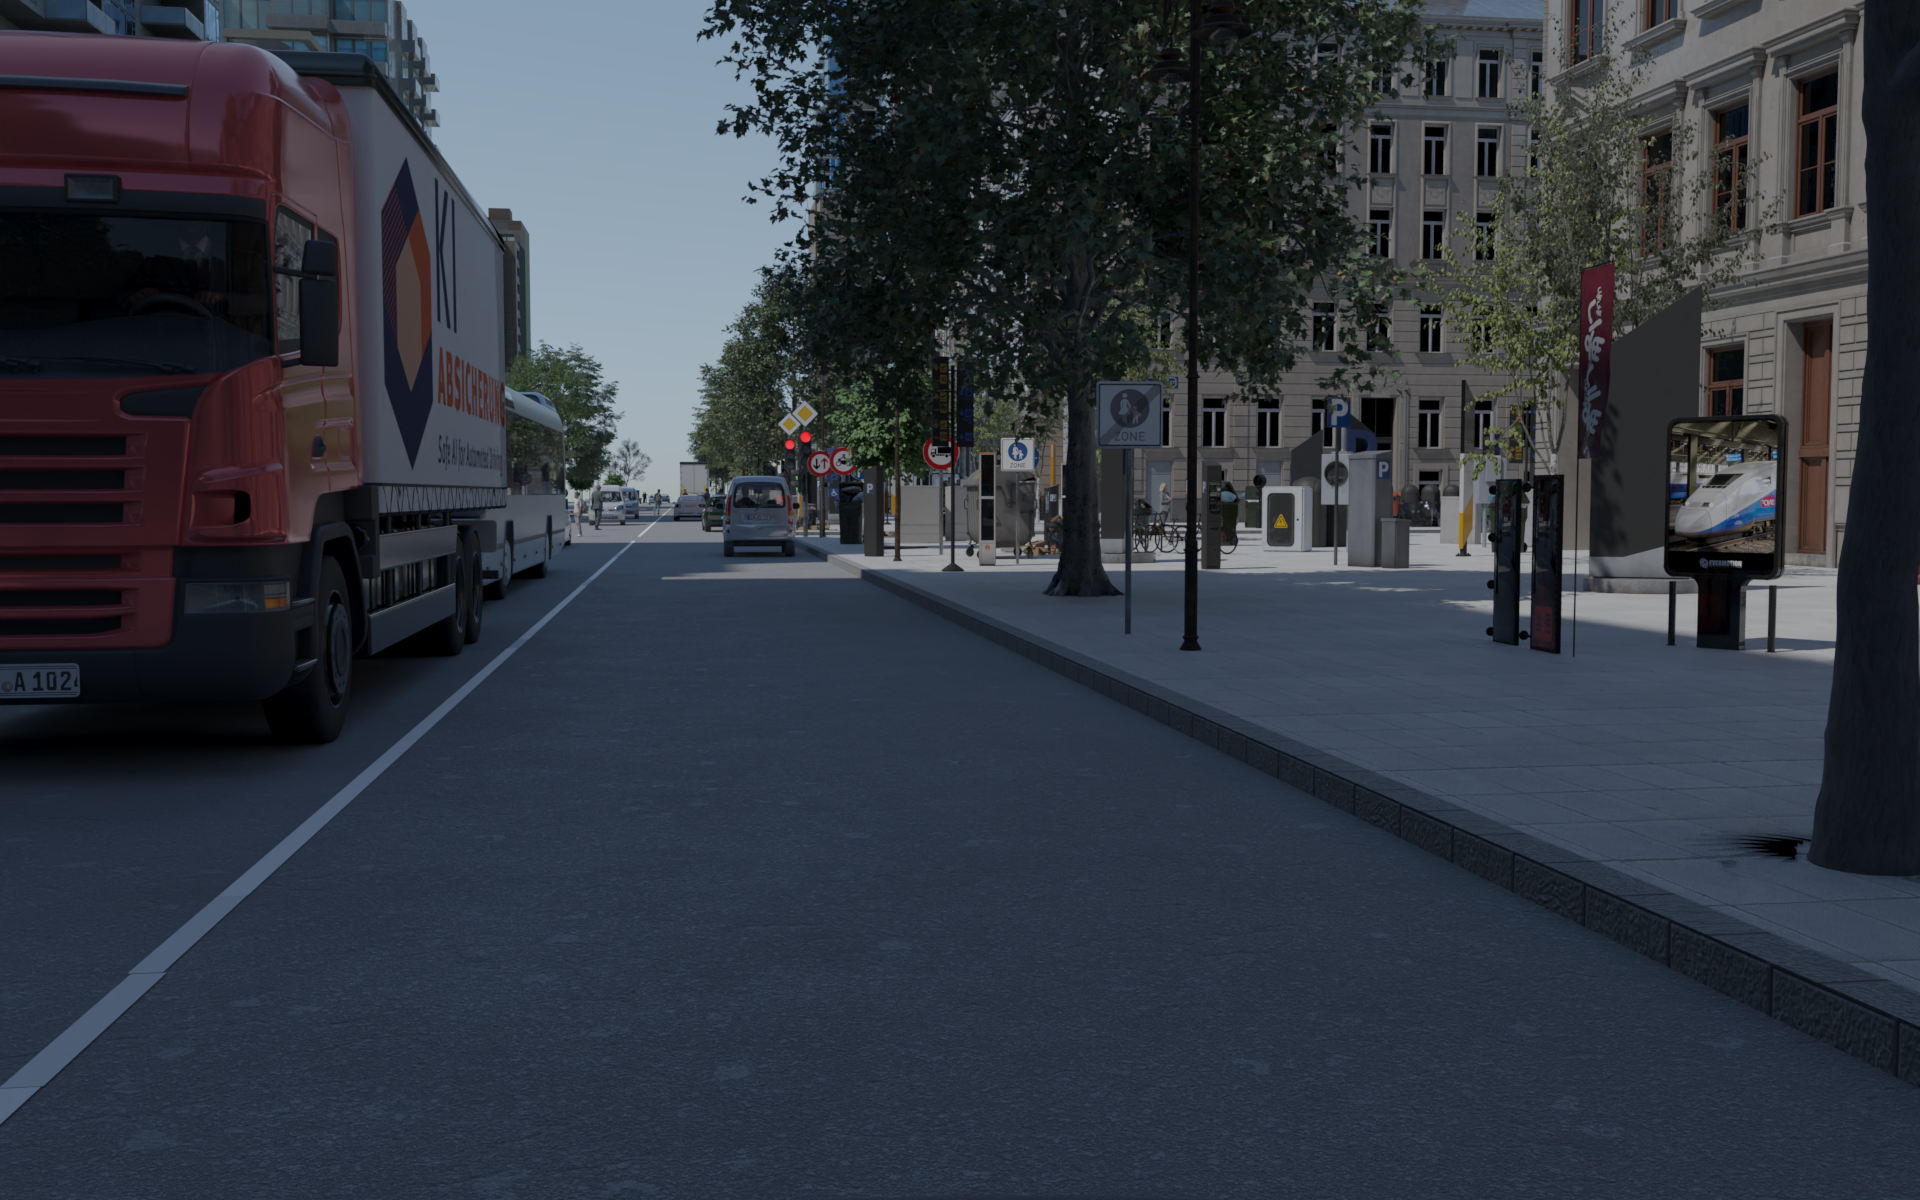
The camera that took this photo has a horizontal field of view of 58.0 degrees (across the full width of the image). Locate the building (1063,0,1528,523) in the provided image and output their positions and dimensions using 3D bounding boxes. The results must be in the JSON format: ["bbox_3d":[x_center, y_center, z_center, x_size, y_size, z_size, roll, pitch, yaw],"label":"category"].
[{"bbox_3d":[18.036,-17.490,83.229,25.104,27.353,12.463,-1,4,-9],"label":"building"}]

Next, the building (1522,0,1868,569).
[{"bbox_3d":[19.853,-11.904,30.781,11.583,22.565,21.152,-1,4,-9],"label":"building"}]

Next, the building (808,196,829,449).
[{"bbox_3d":[-14.933,-37.073,256.257,14.600,45.320,14.200,-1,4,-9],"label":"building"}]

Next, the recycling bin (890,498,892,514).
[{"bbox_3d":[-4.188,-6.155,113.190,0.722,1.027,0.722,0,4,2],"label":"recycling bin"}]

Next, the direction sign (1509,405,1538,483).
[{"bbox_3d":[14.342,-3.173,43.873,0.876,3.537,0.379,0,4,2],"label":"direction sign"}]

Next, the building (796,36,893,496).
[{"bbox_3d":[-14.923,-59.087,278.735,22.319,86.520,31.000,-1,4,-9],"label":"building"}]

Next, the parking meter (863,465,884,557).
[{"bbox_3d":[-1.771,-1.822,35.504,0.399,1.863,0.255,3,5,41],"label":"parking meter"}]

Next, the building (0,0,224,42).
[{"bbox_3d":[-47.525,-46.953,80.361,22.319,86.520,31.000,-1,4,-9],"label":"building"}]

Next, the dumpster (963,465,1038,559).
[{"bbox_3d":[0.816,-1.772,34.730,1.264,1.857,1.865,-1,4,-9],"label":"dumpster"}]

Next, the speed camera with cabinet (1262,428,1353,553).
[{"bbox_3d":[7.710,-2.679,38.140,2.038,3.252,0.660,2,4,32],"label":"speed camera with cabinet"}]

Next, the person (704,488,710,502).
[{"bbox_3d":[-15.256,-5.800,103.611,0.573,1.790,0.520,1,4,22],"label":"person"}]

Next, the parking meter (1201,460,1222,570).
[{"bbox_3d":[4.279,-1.454,29.484,0.255,1.863,0.399,-1,4,-9],"label":"parking meter"}]

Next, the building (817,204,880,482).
[{"bbox_3d":[-13.002,-34.177,242.395,14.154,41.232,14.086,-1,4,-9],"label":"building"}]

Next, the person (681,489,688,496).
[{"bbox_3d":[-22.447,-8.151,141.733,1.348,1.831,0.705,-3,5,-41],"label":"person"}]

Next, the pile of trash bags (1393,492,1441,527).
[{"bbox_3d":[17.386,-3.519,67.292,1.912,1.369,3.447,3,4,36],"label":"pile of trash bags"}]

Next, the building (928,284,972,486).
[{"bbox_3d":[5.823,-20.704,125.900,14.401,28.519,23.554,-1,4,-9],"label":"building"}]

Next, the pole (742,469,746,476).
[{"bbox_3d":[-13.538,-7.017,108.572,0.158,3.312,0.155,0,3,0],"label":"pole"}]

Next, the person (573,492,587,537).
[{"bbox_3d":[-12.837,-2.888,58.321,0.503,1.515,0.523,2,4,26],"label":"person"}]

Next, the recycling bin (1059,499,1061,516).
[{"bbox_3d":[5.060,-4.182,80.925,0.722,1.027,0.722,-1,4,-15],"label":"recycling bin"}]

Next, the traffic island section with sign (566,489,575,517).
[{"bbox_3d":[-24.603,-6.052,107.580,1.989,1.847,2.006,-1,4,-9],"label":"traffic island section with sign"}]

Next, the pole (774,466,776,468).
[{"bbox_3d":[-13.189,-7.953,123.872,0.158,3.312,0.155,0,3,0],"label":"pole"}]

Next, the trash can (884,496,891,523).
[{"bbox_3d":[-3.513,-3.794,73.679,0.748,1.137,0.748,0,3,0],"label":"trash can"}]

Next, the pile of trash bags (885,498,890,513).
[{"bbox_3d":[-6.469,-6.416,114.651,3.447,1.369,1.912,-1,4,-21],"label":"pile of trash bags"}]

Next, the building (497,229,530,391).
[{"bbox_3d":[-72.435,-35.264,260.152,14.154,41.232,14.086,-1,4,-9],"label":"building"}]

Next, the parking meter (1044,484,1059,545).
[{"bbox_3d":[2.286,-2.136,43.340,0.372,1.533,0.369,0,3,0],"label":"parking meter"}]

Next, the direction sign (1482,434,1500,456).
[{"bbox_3d":[19.924,-4.467,65.028,0.876,3.537,0.379,-2,4,-29],"label":"direction sign"}]

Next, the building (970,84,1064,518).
[{"bbox_3d":[8.355,-19.469,104.229,13.634,28.700,20.117,-1,4,-9],"label":"building"}]

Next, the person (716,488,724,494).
[{"bbox_3d":[-14.862,-6.002,106.890,0.793,1.790,0.793,3,4,36],"label":"person"}]

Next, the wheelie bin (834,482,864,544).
[{"bbox_3d":[-2.755,-2.237,44.482,0.980,1.594,0.693,0,4,2],"label":"wheelie bin"}]

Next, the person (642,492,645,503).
[{"bbox_3d":[-52.612,-17.115,288.321,1.348,1.826,0.705,3,5,43],"label":"person"}]

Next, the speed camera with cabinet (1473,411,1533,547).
[{"bbox_3d":[13.441,-2.901,41.774,2.038,3.252,0.660,0,4,-1],"label":"speed camera with cabinet"}]

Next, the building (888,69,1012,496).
[{"bbox_3d":[3.085,-43.977,157.282,20.563,71.187,20.611,-1,4,-9],"label":"building"}]

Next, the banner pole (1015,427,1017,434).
[{"bbox_3d":[2.101,-4.577,64.853,0.401,3.779,0.863,0,4,-7],"label":"banner pole"}]

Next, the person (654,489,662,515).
[{"bbox_3d":[-20.730,-6.726,118.812,0.623,1.781,0.721,0,4,4],"label":"person"}]

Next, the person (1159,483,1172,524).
[{"bbox_3d":[6.767,-2.941,56.774,0.537,1.800,0.526,-3,5,-44],"label":"person"}]

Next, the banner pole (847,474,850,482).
[{"bbox_3d":[-6.544,-6.838,101.819,0.401,3.779,0.863,1,4,9],"label":"banner pole"}]

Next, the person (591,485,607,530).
[{"bbox_3d":[-14.335,-3.683,68.895,0.661,1.801,0.590,2,4,35],"label":"person"}]

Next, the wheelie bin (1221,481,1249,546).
[{"bbox_3d":[6.506,-2.144,42.968,0.693,1.594,0.980,-2,4,-32],"label":"wheelie bin"}]

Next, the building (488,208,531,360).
[{"bbox_3d":[-75.495,-38.148,273.837,14.600,45.320,14.200,-1,4,-9],"label":"building"}]

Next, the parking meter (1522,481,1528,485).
[{"bbox_3d":[24.771,-4.306,76.118,0.255,1.863,0.399,0,4,0],"label":"parking meter"}]

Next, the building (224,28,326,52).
[{"bbox_3d":[-62.350,-27.356,139.151,32.217,40.220,23.993,-1,4,-9],"label":"building"}]

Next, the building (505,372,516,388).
[{"bbox_3d":[-76.400,-24.060,238.415,27.650,21.520,28.899,-1,4,-9],"label":"building"}]

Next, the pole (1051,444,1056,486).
[{"bbox_3d":[3.805,-4.702,70.728,0.158,3.312,0.155,0,3,0],"label":"pole"}]

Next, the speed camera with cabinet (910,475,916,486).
[{"bbox_3d":[-1.229,-4.164,62.418,0.660,3.252,2.038,-1,4,-20],"label":"speed camera with cabinet"}]

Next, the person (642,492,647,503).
[{"bbox_3d":[-51.148,-16.718,281.857,1.348,1.822,0.705,-3,4,-38],"label":"person"}]

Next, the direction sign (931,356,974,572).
[{"bbox_3d":[-0.119,-2.243,28.670,0.876,3.537,0.379,-3,5,-39],"label":"direction sign"}]

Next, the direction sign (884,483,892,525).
[{"bbox_3d":[-3.036,-4.911,72.285,0.876,3.537,0.379,2,4,28],"label":"direction sign"}]

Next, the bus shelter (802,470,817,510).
[{"bbox_3d":[-7.819,-6.249,93.460,1.731,3.624,6.357,-1,4,-9],"label":"bus shelter"}]

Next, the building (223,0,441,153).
[{"bbox_3d":[-62.290,-33.443,166.399,23.786,49.044,30.456,-1,4,-9],"label":"building"}]

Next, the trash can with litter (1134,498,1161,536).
[{"bbox_3d":[5.818,-2.590,53.729,1.055,1.170,0.624,-2,4,-28],"label":"trash can with litter"}]
